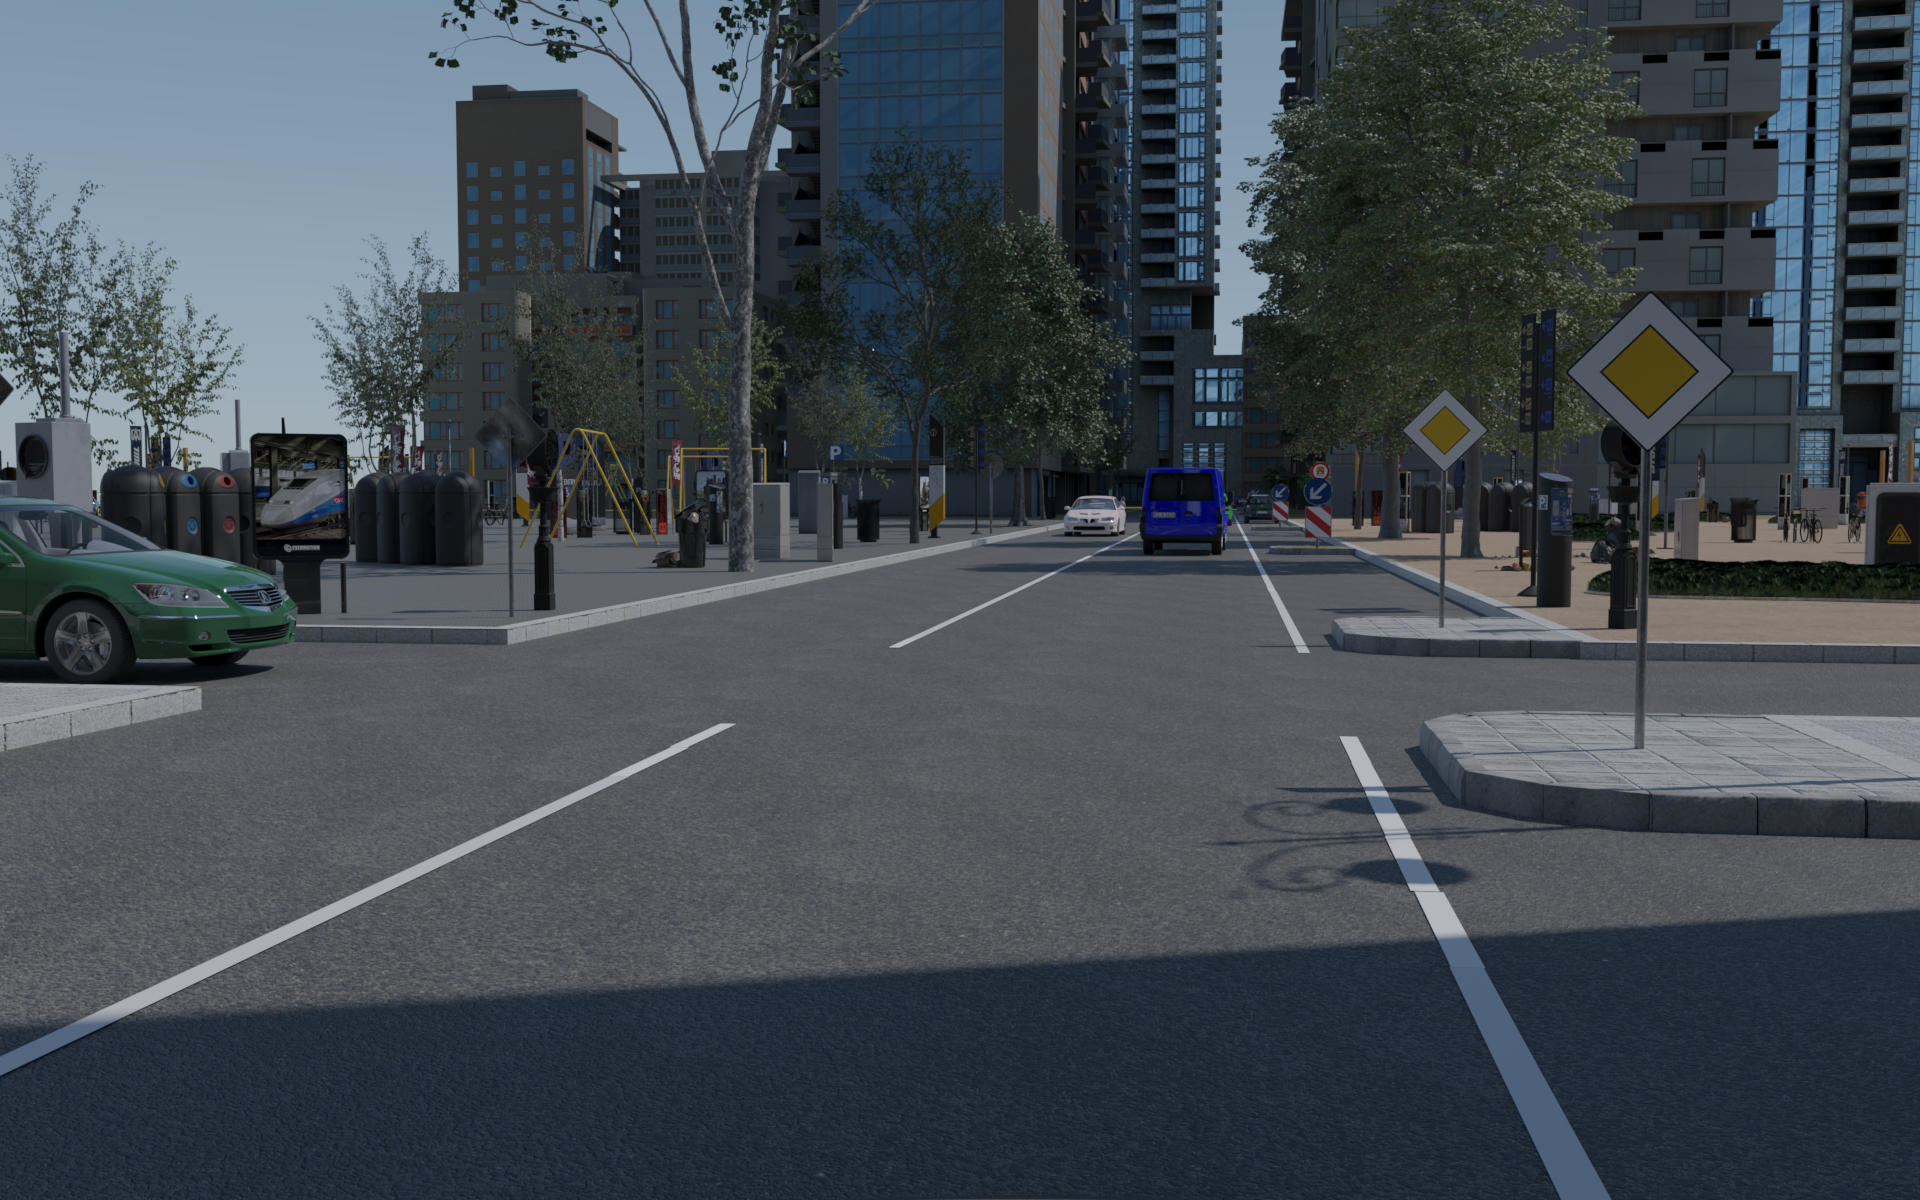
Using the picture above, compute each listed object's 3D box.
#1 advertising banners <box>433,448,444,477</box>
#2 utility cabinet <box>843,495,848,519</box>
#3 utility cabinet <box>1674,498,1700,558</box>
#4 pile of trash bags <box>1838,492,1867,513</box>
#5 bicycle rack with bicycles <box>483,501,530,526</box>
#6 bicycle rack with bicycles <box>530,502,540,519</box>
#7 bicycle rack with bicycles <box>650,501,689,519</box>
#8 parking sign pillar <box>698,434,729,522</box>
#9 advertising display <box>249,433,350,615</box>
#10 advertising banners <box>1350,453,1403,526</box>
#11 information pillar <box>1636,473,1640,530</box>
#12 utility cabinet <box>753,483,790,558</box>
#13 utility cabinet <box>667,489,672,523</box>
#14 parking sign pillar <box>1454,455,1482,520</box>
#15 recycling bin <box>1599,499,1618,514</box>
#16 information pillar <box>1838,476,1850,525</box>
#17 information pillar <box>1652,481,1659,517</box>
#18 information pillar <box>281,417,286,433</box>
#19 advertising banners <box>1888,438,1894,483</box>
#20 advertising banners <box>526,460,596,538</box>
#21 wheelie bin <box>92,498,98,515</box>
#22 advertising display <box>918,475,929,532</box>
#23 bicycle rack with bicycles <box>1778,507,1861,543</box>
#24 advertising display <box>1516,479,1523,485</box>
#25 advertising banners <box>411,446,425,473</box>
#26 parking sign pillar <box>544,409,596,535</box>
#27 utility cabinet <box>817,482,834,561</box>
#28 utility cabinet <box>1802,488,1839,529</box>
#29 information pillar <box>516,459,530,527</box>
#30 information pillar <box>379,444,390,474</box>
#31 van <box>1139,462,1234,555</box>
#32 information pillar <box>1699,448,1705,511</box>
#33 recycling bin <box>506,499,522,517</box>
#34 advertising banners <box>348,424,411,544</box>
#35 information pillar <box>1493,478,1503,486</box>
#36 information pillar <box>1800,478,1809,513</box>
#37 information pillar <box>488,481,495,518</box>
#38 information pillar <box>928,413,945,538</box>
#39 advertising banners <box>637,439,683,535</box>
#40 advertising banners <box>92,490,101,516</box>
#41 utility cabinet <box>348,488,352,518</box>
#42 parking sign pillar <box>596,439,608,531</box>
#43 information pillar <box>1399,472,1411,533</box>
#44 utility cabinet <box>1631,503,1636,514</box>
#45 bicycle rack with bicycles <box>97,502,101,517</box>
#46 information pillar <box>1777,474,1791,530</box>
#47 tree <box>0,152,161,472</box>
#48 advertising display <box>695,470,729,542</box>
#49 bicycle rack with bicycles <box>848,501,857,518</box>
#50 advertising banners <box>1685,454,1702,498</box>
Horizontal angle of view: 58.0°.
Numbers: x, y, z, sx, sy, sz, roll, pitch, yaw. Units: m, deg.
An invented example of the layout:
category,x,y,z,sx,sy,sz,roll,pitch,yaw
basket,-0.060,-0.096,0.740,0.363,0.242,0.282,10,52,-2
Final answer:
category,x,y,z,sx,sy,sz,roll,pitch,yaw
advertising banners,-18.969,-4.206,64.961,2.074,3.025,0.090,2,4,29
utility cabinet,-6.172,-4.836,90.228,0.306,1.237,1.020,-2,4,-26
utility cabinet,12.572,-1.152,29.996,0.306,1.237,1.020,1,4,16
pile of trash bags,40.844,-4.299,80.045,3.447,1.369,1.912,-2,4,-30
bicycle rack with bicycles,-19.864,-3.534,71.167,2.852,0.926,2.925,2,4,32
bicycle rack with bicycles,-22.304,-4.597,88.535,2.852,0.926,2.925,0,4,5
bicycle rack with bicycles,-15.216,-4.617,88.871,2.852,0.926,2.925,-1,4,-21
parking sign pillar,-11.307,-5.530,78.884,1.447,3.967,1.447,2,4,34
advertising display,-7.015,-0.808,18.427,0.974,1.923,0.123,-2,4,-28
advertising banners,16.784,-4.498,69.726,2.074,3.025,0.090,1,4,11
information pillar,21.278,-3.025,53.959,0.304,2.012,0.304,3,5,44
utility cabinet,-3.921,-1.570,34.346,1.173,1.500,0.318,3,4,36
utility cabinet,-12.706,-4.025,74.491,0.318,1.500,1.173,0,4,7
parking sign pillar,25.578,-6.038,87.192,1.447,3.967,1.447,2,4,32
recycling bin,32.591,-4.556,87.043,0.722,1.027,0.722,-3,5,-39
information pillar,36.533,-4.103,71.584,0.304,2.012,0.304,-3,5,-43
information pillar,25.894,-4.492,64.805,0.504,3.616,0.183,-1,4,-9
information pillar,-20.691,-3.775,53.074,0.183,3.616,0.504,-1,4,-16
advertising banners,29.830,-3.603,55.105,2.074,3.025,0.090,-3,5,-44
advertising banners,-11.680,-3.319,50.454,2.074,3.025,0.090,-1,4,-23
wheelie bin,-16.863,-1.521,32.772,0.693,1.594,0.980,3,4,38
advertising display,-1.261,-3.323,59.543,0.123,1.923,0.974,1,4,19
bicycle rack with bicycles,23.009,-1.995,45.997,2.852,0.926,2.925,2,4,28
advertising display,24.590,-4.355,76.426,0.123,1.923,0.974,3,4,36
advertising banners,-20.384,-4.059,62.552,2.074,3.025,0.090,-1,4,-19
parking sign pillar,-12.764,-4.097,55.452,1.447,3.967,1.447,1,4,18
utility cabinet,-2.577,-1.503,33.246,0.318,1.500,1.173,0,4,-4
utility cabinet,31.400,-3.337,63.234,1.173,1.500,0.318,0,4,4
information pillar,-17.177,-4.693,68.083,0.504,3.616,0.183,-2,4,-24
information pillar,-27.100,-5.521,81.617,0.504,3.616,0.183,0,4,3
van,5.557,-2.332,42.507,2.240,2.365,5.245,1,4,10
information pillar,37.473,-5.879,87.477,0.183,3.616,0.504,0,4,2
recycling bin,-24.534,-5.079,95.588,0.722,1.027,0.722,2,4,24
advertising banners,-14.719,-2.905,43.682,2.074,3.025,0.090,2,4,28
information pillar,24.201,-4.493,77.957,0.304,2.012,0.304,-1,4,-16
information pillar,37.853,-4.475,77.663,0.304,2.012,0.304,1,4,16
information pillar,-25.645,-5.522,94.774,0.304,2.012,0.304,-2,4,-26
information pillar,-0.675,-3.595,50.126,0.504,3.616,0.183,2,4,28
advertising banners,-9.443,-3.577,54.676,0.090,3.025,2.074,2,4,34
advertising banners,-33.146,-4.274,66.072,2.074,3.025,0.090,0,4,3
utility cabinet,-23.732,-3.688,68.976,1.173,1.500,0.318,-2,4,-28
parking sign pillar,-13.181,-4.437,61.020,1.447,3.967,1.447,-1,4,-20
information pillar,14.646,-3.218,57.114,0.304,2.012,0.304,2,4,35
utility cabinet,33.884,-4.754,86.398,0.318,1.500,1.173,0,4,-4
bicycle rack with bicycles,-46.988,-4.913,93.711,2.852,0.926,2.925,-3,5,-41
information pillar,29.629,-3.532,62.240,0.304,2.012,0.304,-2,4,-32
tree,-19.619,-5.338,37.632,4.360,8.622,3.978,0,3,0
advertising display,-6.645,-2.521,46.426,0.974,1.923,0.123,2,4,23
bicycle rack with bicycles,-6.234,-4.844,92.583,2.925,0.926,2.852,1,4,12
advertising banners,32.679,-4.954,77.185,0.090,3.025,2.074,0,4,6
